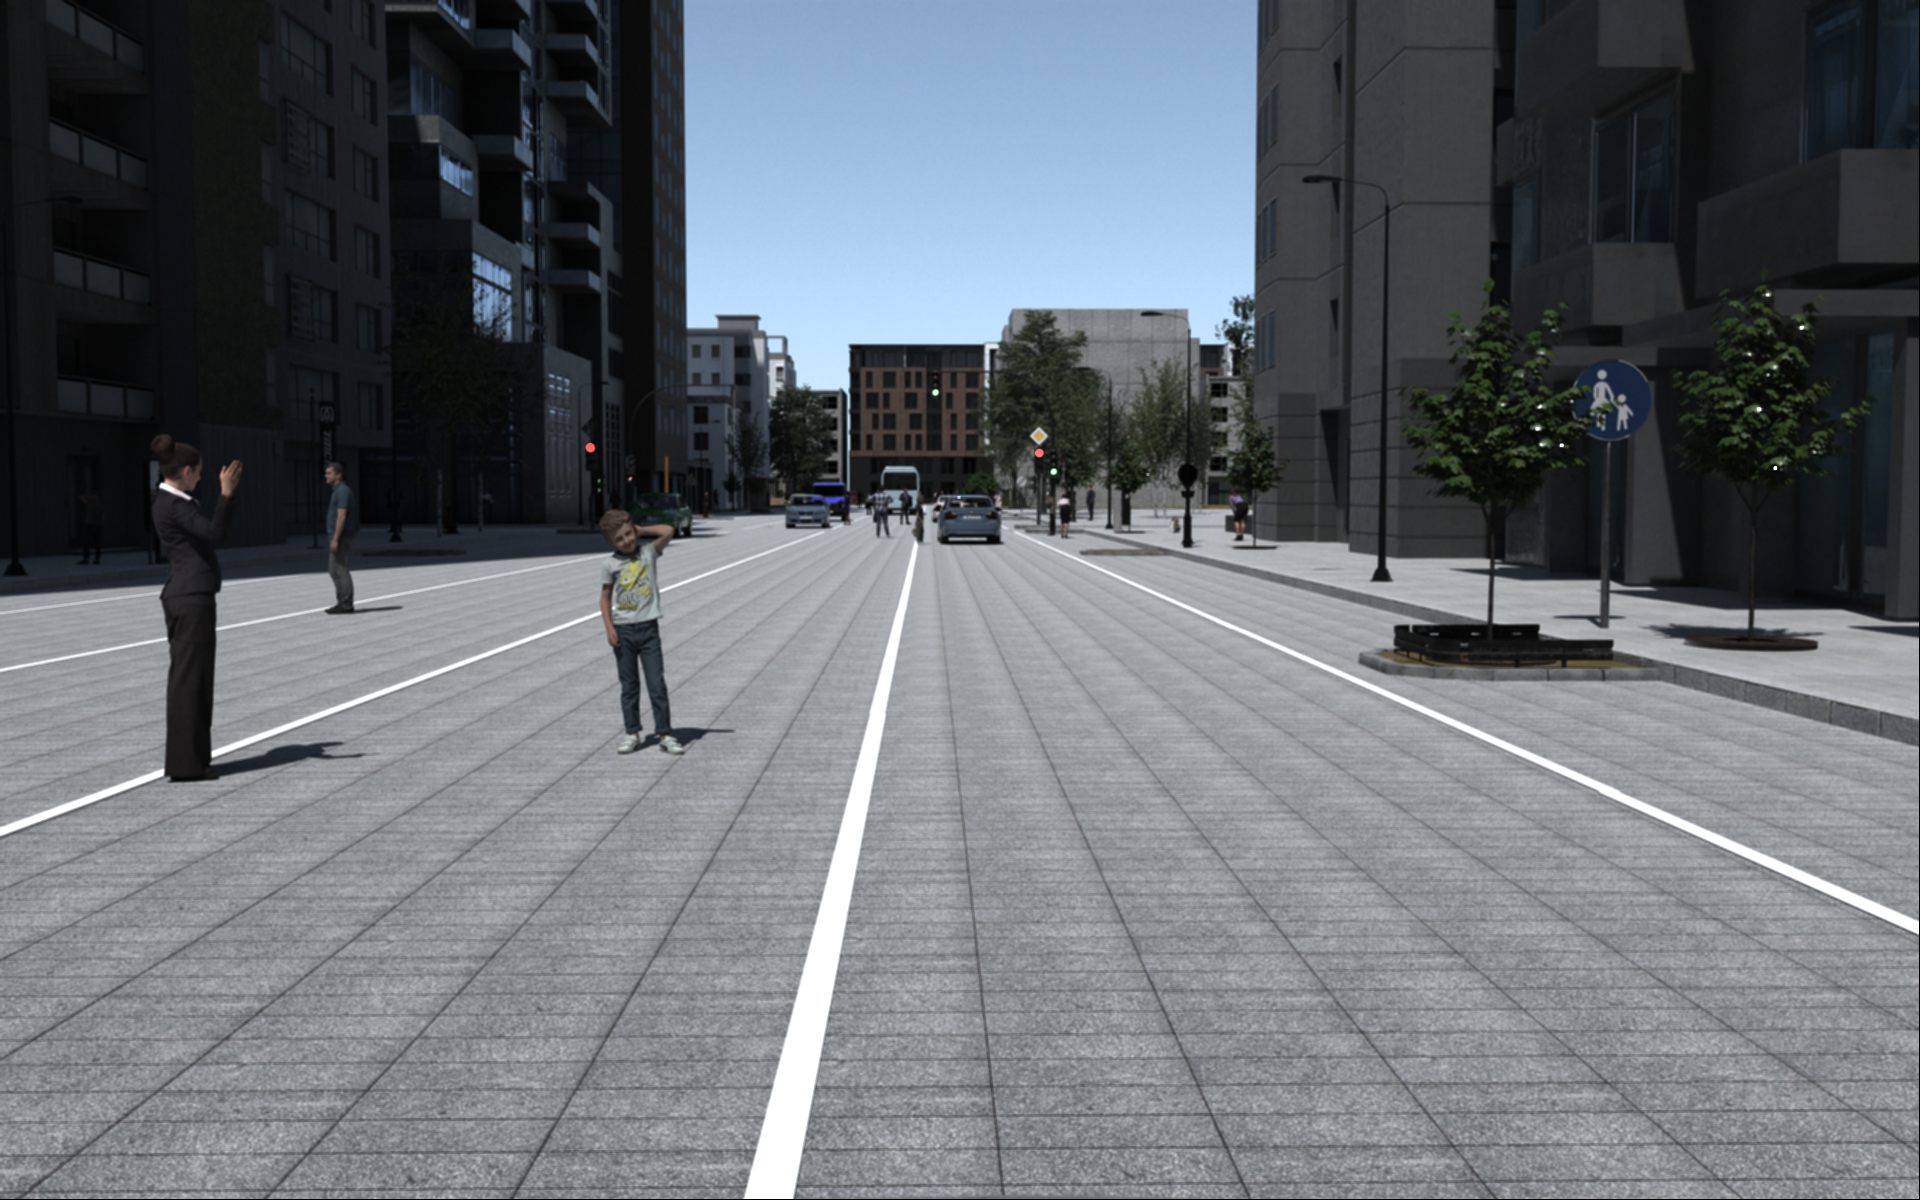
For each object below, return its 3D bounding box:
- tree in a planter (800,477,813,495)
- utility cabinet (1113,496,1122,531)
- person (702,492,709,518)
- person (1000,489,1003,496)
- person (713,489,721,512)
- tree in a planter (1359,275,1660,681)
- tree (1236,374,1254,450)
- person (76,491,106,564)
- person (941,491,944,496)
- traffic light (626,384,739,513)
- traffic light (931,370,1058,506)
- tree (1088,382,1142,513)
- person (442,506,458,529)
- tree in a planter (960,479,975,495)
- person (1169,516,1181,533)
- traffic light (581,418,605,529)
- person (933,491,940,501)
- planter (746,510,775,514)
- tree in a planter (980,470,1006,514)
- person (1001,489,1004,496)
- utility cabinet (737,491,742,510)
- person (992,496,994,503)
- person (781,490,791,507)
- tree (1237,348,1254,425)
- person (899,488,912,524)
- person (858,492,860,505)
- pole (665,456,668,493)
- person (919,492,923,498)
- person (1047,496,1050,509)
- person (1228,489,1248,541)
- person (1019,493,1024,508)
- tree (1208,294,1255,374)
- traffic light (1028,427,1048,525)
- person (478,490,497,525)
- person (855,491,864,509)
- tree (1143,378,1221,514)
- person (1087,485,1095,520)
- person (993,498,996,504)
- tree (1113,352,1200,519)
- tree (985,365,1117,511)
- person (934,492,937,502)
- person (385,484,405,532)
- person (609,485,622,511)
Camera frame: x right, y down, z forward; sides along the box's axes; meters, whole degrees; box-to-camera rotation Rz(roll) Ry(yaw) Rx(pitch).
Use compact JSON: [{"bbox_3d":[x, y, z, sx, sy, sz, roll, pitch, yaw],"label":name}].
[{"bbox_3d":[-15.258,-10.783,173.518,1.991,3.239,1.994,0,4,-1],"label":"tree in a planter"},{"bbox_3d":[5.565,-3.053,61.081,0.306,1.237,1.020,0,4,7],"label":"utility cabinet"},{"bbox_3d":[-14.710,-5.469,100.195,0.482,1.546,0.388,3,5,43],"label":"person"},{"bbox_3d":[3.685,-9.429,160.195,0.705,1.826,1.348,-2,4,-32],"label":"person"},{"bbox_3d":[-17.070,-6.984,121.706,0.593,1.643,0.415,1,4,12],"label":"person"},{"bbox_3d":[4.367,-1.036,14.160,1.991,3.239,1.994,0,4,-1],"label":"tree in a planter"},{"bbox_3d":[15.307,-8.092,82.664,4.360,8.622,3.978,0,3,0],"label":"tree"},{"bbox_3d":[-15.911,-1.330,31.701,0.340,1.345,0.435,1,4,16],"label":"person"},{"bbox_3d":[-1.906,-11.158,191.482,0.434,1.755,0.990,1,4,15],"label":"person"},{"bbox_3d":[-11.569,-5.938,71.758,4.771,5.953,1.251,0,4,-1],"label":"traffic light"},{"bbox_3d":[1.317,-5.454,63.849,4.771,5.953,1.251,0,4,-1],"label":"traffic light"},{"bbox_3d":[10.171,-10.032,114.379,4.360,8.622,3.978,0,3,0],"label":"tree"},{"bbox_3d":[-18.852,-3.037,63.992,0.859,0.850,0.655,3,5,41],"label":"person"},{"bbox_3d":[0.910,-12.450,200.774,1.991,3.239,1.994,0,4,-1],"label":"tree in a planter"},{"bbox_3d":[7.086,-2.487,57.186,0.357,0.543,0.381,-1,4,-20],"label":"person"},{"bbox_3d":[-13.511,-4.574,63.700,0.839,4.253,0.868,0,4,-1],"label":"traffic light"},{"bbox_3d":[-2.033,-8.862,154.217,0.721,1.723,1.217,2,4,33],"label":"person"},{"bbox_3d":[-14.359,-6.350,124.962,1.991,0.319,1.994,0,4,-1],"label":"planter"},{"bbox_3d":[2.315,-7.822,125.114,1.991,3.239,1.994,0,4,-1],"label":"tree in a planter"},{"bbox_3d":[4.216,-10.353,175.760,0.568,1.767,0.683,-1,4,-13],"label":"person"},{"bbox_3d":[-17.153,-7.717,134.849,0.318,1.500,1.173,0,4,-4],"label":"utility cabinet"},{"bbox_3d":[3.966,-12.216,206.302,0.617,1.759,0.750,-2,4,-35],"label":"person"},{"bbox_3d":[-17.747,-10.419,177.127,1.217,1.736,0.721,0,4,6],"label":"person"},{"bbox_3d":[19.042,-10.978,97.612,7.486,12.596,7.792,0,3,0],"label":"tree"},{"bbox_3d":[-2.541,-4.415,81.508,0.655,1.722,0.431,-3,4,-36],"label":"person"},{"bbox_3d":[-13.113,-13.304,226.837,0.721,1.723,1.217,3,5,41],"label":"person"},{"bbox_3d":[-15.821,-6.089,93.404,0.158,3.312,0.155,0,3,0],"label":"pole"},{"bbox_3d":[-3.182,-7.977,140.400,0.415,1.643,0.593,-1,4,-20],"label":"person"},{"bbox_3d":[7.981,-8.900,152.083,0.750,1.759,0.617,3,4,37],"label":"person"},{"bbox_3d":[7.617,-2.347,47.642,0.421,1.427,0.697,-2,4,-31],"label":"person"},{"bbox_3d":[5.576,-9.042,157.114,0.421,1.427,0.697,3,4,37],"label":"person"},{"bbox_3d":[25.253,-16.853,131.429,12.611,20.169,13.585,0,3,0],"label":"tree"},{"bbox_3d":[3.259,-5.082,72.012,0.839,4.253,0.868,0,4,-1],"label":"traffic light"},{"bbox_3d":[-19.802,-3.868,72.467,0.628,1.438,0.799,0,4,5],"label":"person"},{"bbox_3d":[-9.818,-9.739,168.556,1.217,1.723,0.721,-2,4,-33],"label":"person"},{"bbox_3d":[14.490,-9.673,108.512,4.360,8.622,3.978,0,3,0],"label":"tree"},{"bbox_3d":[6.359,-4.724,84.201,0.541,1.710,0.530,-2,4,-35],"label":"person"},{"bbox_3d":[3.285,-9.485,162.036,0.530,1.710,0.541,0,4,6],"label":"person"},{"bbox_3d":[10.567,-8.532,89.858,4.737,8.622,4.395,0,3,0],"label":"tree"},{"bbox_3d":[8.408,-12.607,131.872,9.928,11.665,9.643,0,3,0],"label":"tree"},{"bbox_3d":[-3.108,-13.142,224.305,0.436,1.711,0.756,-1,4,-9],"label":"person"},{"bbox_3d":[-18.860,-3.115,57.796,0.655,1.722,0.431,0,4,4],"label":"person"},{"bbox_3d":[-17.188,-4.888,86.512,0.990,1.755,0.434,3,5,44],"label":"person"}]
